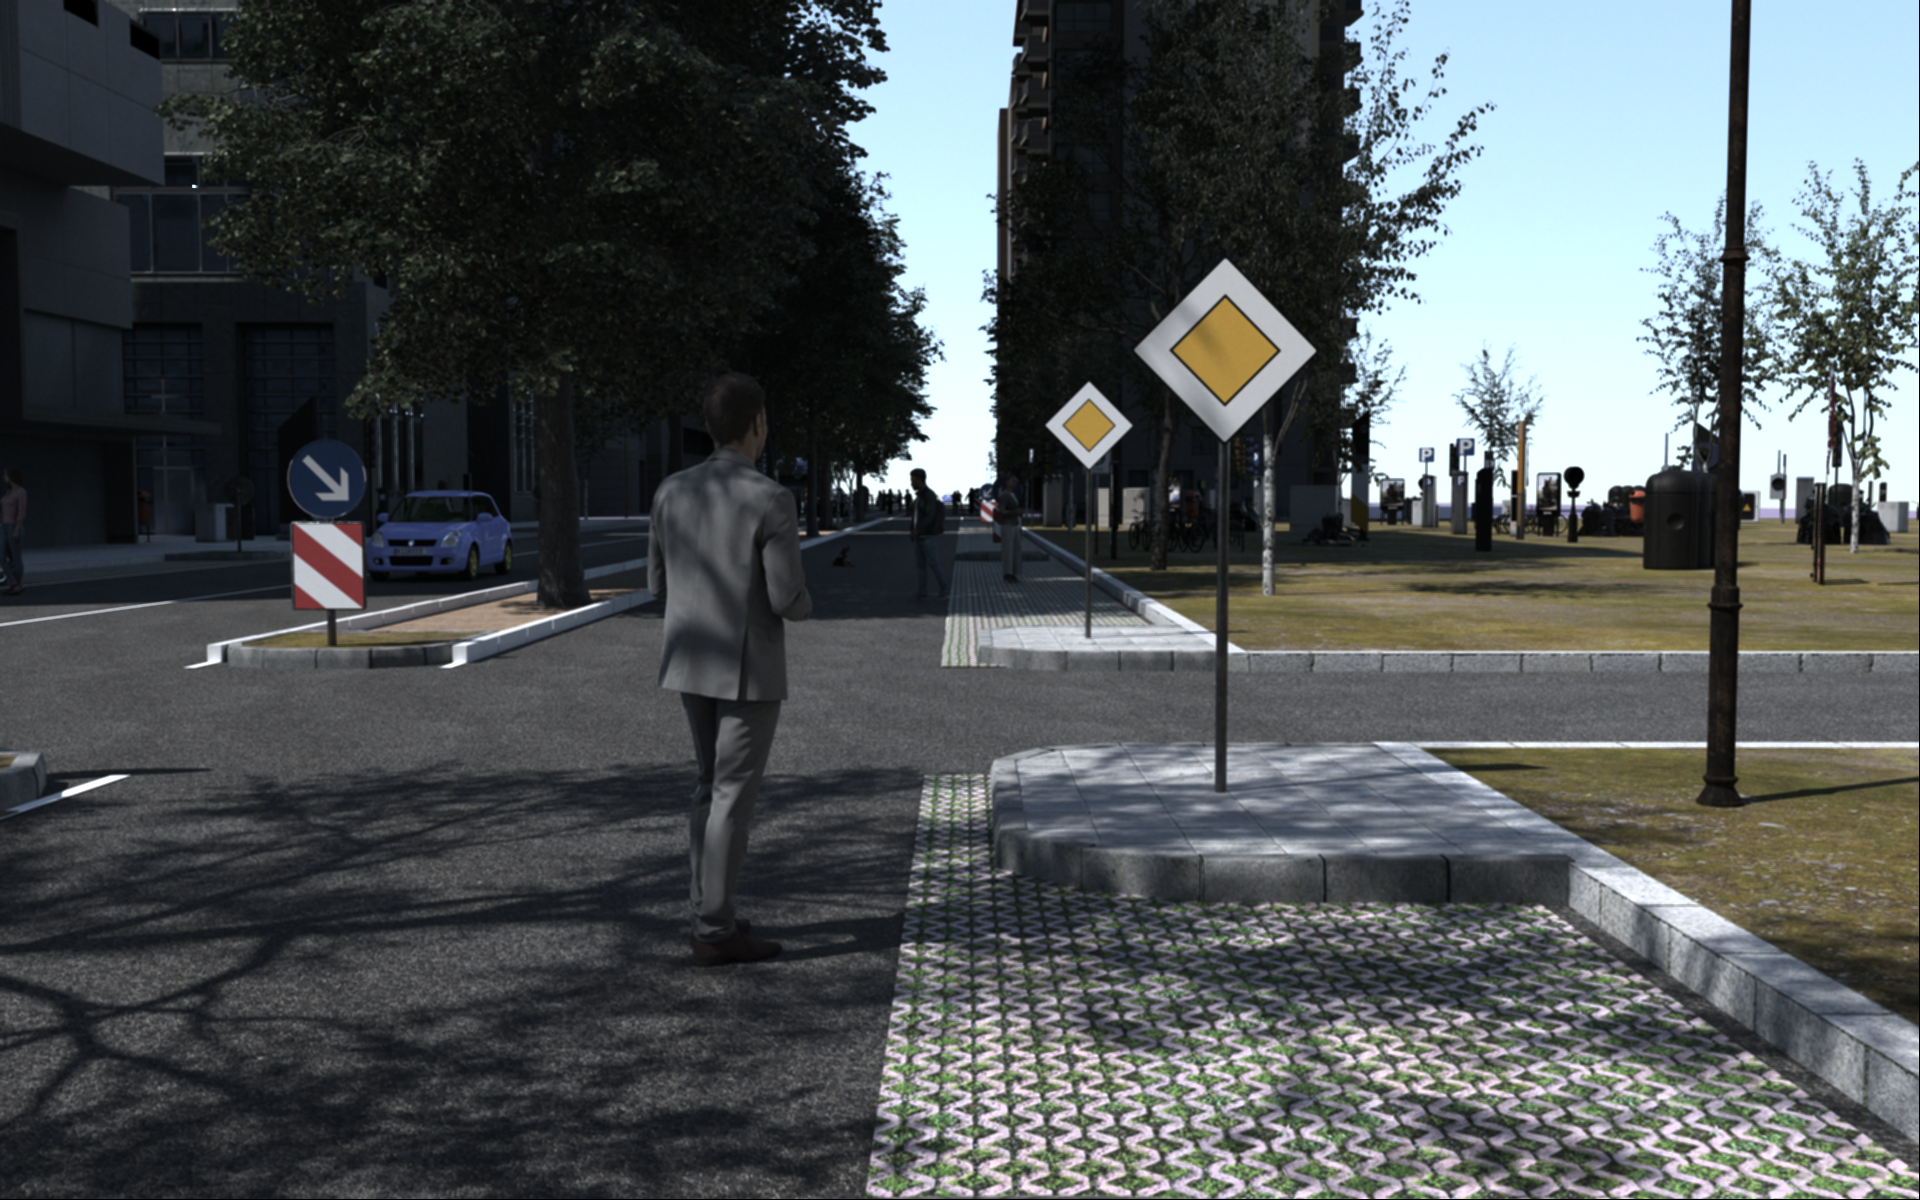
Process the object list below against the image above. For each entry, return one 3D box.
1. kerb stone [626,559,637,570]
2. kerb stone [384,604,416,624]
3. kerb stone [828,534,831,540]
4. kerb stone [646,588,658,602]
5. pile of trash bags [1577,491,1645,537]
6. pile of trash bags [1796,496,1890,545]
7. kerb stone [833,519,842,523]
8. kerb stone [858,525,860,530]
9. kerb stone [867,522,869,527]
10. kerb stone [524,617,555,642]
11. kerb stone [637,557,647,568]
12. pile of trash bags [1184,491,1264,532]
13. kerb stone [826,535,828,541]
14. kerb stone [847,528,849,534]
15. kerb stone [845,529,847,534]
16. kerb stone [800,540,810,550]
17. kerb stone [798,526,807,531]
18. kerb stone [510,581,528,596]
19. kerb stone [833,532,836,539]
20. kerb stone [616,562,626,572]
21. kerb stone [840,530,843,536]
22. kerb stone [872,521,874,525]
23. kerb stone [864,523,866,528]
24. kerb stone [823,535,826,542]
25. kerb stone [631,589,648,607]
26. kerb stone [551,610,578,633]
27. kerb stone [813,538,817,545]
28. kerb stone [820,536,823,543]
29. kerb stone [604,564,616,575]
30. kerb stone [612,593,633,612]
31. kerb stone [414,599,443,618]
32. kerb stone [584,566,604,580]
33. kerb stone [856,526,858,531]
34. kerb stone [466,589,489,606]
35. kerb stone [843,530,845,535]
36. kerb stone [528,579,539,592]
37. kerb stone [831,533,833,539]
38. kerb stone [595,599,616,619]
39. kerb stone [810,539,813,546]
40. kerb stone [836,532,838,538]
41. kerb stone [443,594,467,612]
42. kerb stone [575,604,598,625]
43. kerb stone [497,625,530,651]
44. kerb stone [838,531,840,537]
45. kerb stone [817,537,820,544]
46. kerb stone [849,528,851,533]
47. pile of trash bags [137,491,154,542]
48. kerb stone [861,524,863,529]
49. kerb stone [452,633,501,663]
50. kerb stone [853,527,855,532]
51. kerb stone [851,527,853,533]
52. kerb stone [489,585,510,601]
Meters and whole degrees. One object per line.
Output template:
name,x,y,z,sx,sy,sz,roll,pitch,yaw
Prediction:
kerb stone,-6.287,-0.633,32.650,0.120,0.150,1.000,0,4,0
kerb stone,-6.321,0.184,19.317,0.120,0.150,1.000,0,4,0
kerb stone,-4.138,-1.890,53.107,0.120,0.150,1.000,0,4,0
kerb stone,-4.209,-0.072,23.376,0.120,0.150,1.000,0,4,0
pile of trash bags,19.840,-2.577,51.879,1.912,1.369,3.447,0,4,2
pile of trash bags,23.364,-2.119,44.394,3.447,1.369,1.912,2,4,25
kerb stone,-6.153,-3.960,86.938,0.120,0.150,1.000,0,4,0
kerb stone,-4.100,-2.769,67.472,0.120,0.150,1.000,0,4,0
kerb stone,-4.081,-3.145,73.624,0.120,0.150,1.000,0,4,0
kerb stone,-4.230,0.305,17.215,0.120,0.150,1.000,0,4,0
kerb stone,-6.286,-0.702,33.672,0.120,0.150,1.000,0,4,0
pile of trash bags,8.791,-3.017,59.084,1.912,1.369,3.447,3,5,43
kerb stone,-4.135,-1.828,52.085,0.120,0.150,1.000,0,4,0
kerb stone,-4.125,-2.393,61.319,0.120,0.150,1.000,0,4,0
kerb stone,-4.114,-2.330,60.292,0.120,0.150,1.000,0,4,0
kerb stone,-4.149,-1.452,45.932,0.120,0.150,1.000,0,4,0
kerb stone,-6.195,-2.825,68.501,0.120,0.150,1.000,0,4,0
kerb stone,-6.314,-0.137,24.443,0.120,0.150,1.000,0,4,0
kerb stone,-4.132,-2.012,55.160,0.120,0.150,1.000,0,4,0
kerb stone,-6.298,-0.574,31.618,0.120,0.150,1.000,0,4,0
kerb stone,-4.120,-2.204,58.238,0.120,0.150,1.000,0,4,0
kerb stone,-4.066,-3.396,77.728,0.120,0.150,1.000,0,4,0
kerb stone,-4.093,-3.020,71.578,0.120,0.150,1.000,0,4,0
kerb stone,-4.137,-1.760,51.058,0.120,0.150,1.000,0,4,0
kerb stone,-4.212,-0.007,22.348,0.120,0.150,1.000,0,4,0
kerb stone,-4.224,0.242,18.251,0.120,0.150,1.000,0,4,0
kerb stone,-4.143,-1.577,47.977,0.120,0.150,1.000,0,4,0
kerb stone,-4.144,-1.702,50.026,0.120,0.150,1.000,0,4,0
kerb stone,-6.290,-0.514,30.596,0.120,0.150,1.000,0,4,0
kerb stone,-4.218,0.053,21.326,0.120,0.150,1.000,0,4,0
kerb stone,-6.321,0.113,20.344,0.120,0.150,1.000,0,4,0
kerb stone,-6.293,-0.451,29.574,0.120,0.150,1.000,0,4,0
kerb stone,-4.100,-2.706,66.441,0.120,0.150,1.000,0,4,0
kerb stone,-6.317,-0.012,22.394,0.120,0.150,1.000,0,4,0
kerb stone,-4.118,-2.259,59.269,0.120,0.150,1.000,0,4,0
kerb stone,-6.306,-0.200,25.465,0.120,0.150,1.000,0,4,0
kerb stone,-4.133,-1.954,54.137,0.120,0.150,1.000,0,4,0
kerb stone,-4.221,0.118,20.295,0.120,0.150,1.000,0,4,0
kerb stone,-4.149,-1.514,46.956,0.120,0.150,1.000,0,4,0
kerb stone,-4.137,-2.079,56.181,0.120,0.150,1.000,0,4,0
kerb stone,-6.317,0.058,21.372,0.120,0.150,1.000,0,4,0
kerb stone,-4.221,0.182,19.273,0.120,0.150,1.000,0,4,0
kerb stone,-4.232,0.368,16.186,0.120,0.150,1.000,0,4,0
kerb stone,-4.130,-2.139,57.209,0.120,0.150,1.000,0,4,0
kerb stone,-4.145,-1.639,48.999,0.120,0.150,1.000,0,4,0
kerb stone,-4.107,-2.456,62.346,0.120,0.150,1.000,0,4,0
pile of trash bags,-23.086,-2.239,46.358,3.447,1.369,1.912,1,4,15
kerb stone,-4.093,-2.895,69.527,0.120,0.150,1.000,0,4,0
kerb stone,-4.236,0.430,15.161,0.120,0.150,1.000,0,4,0
kerb stone,-4.102,-2.580,64.393,0.120,0.150,1.000,0,4,0
kerb stone,-4.108,-2.518,63.371,0.120,0.150,1.000,0,4,0
kerb stone,-6.313,-0.075,23.417,0.120,0.150,1.000,0,4,0
